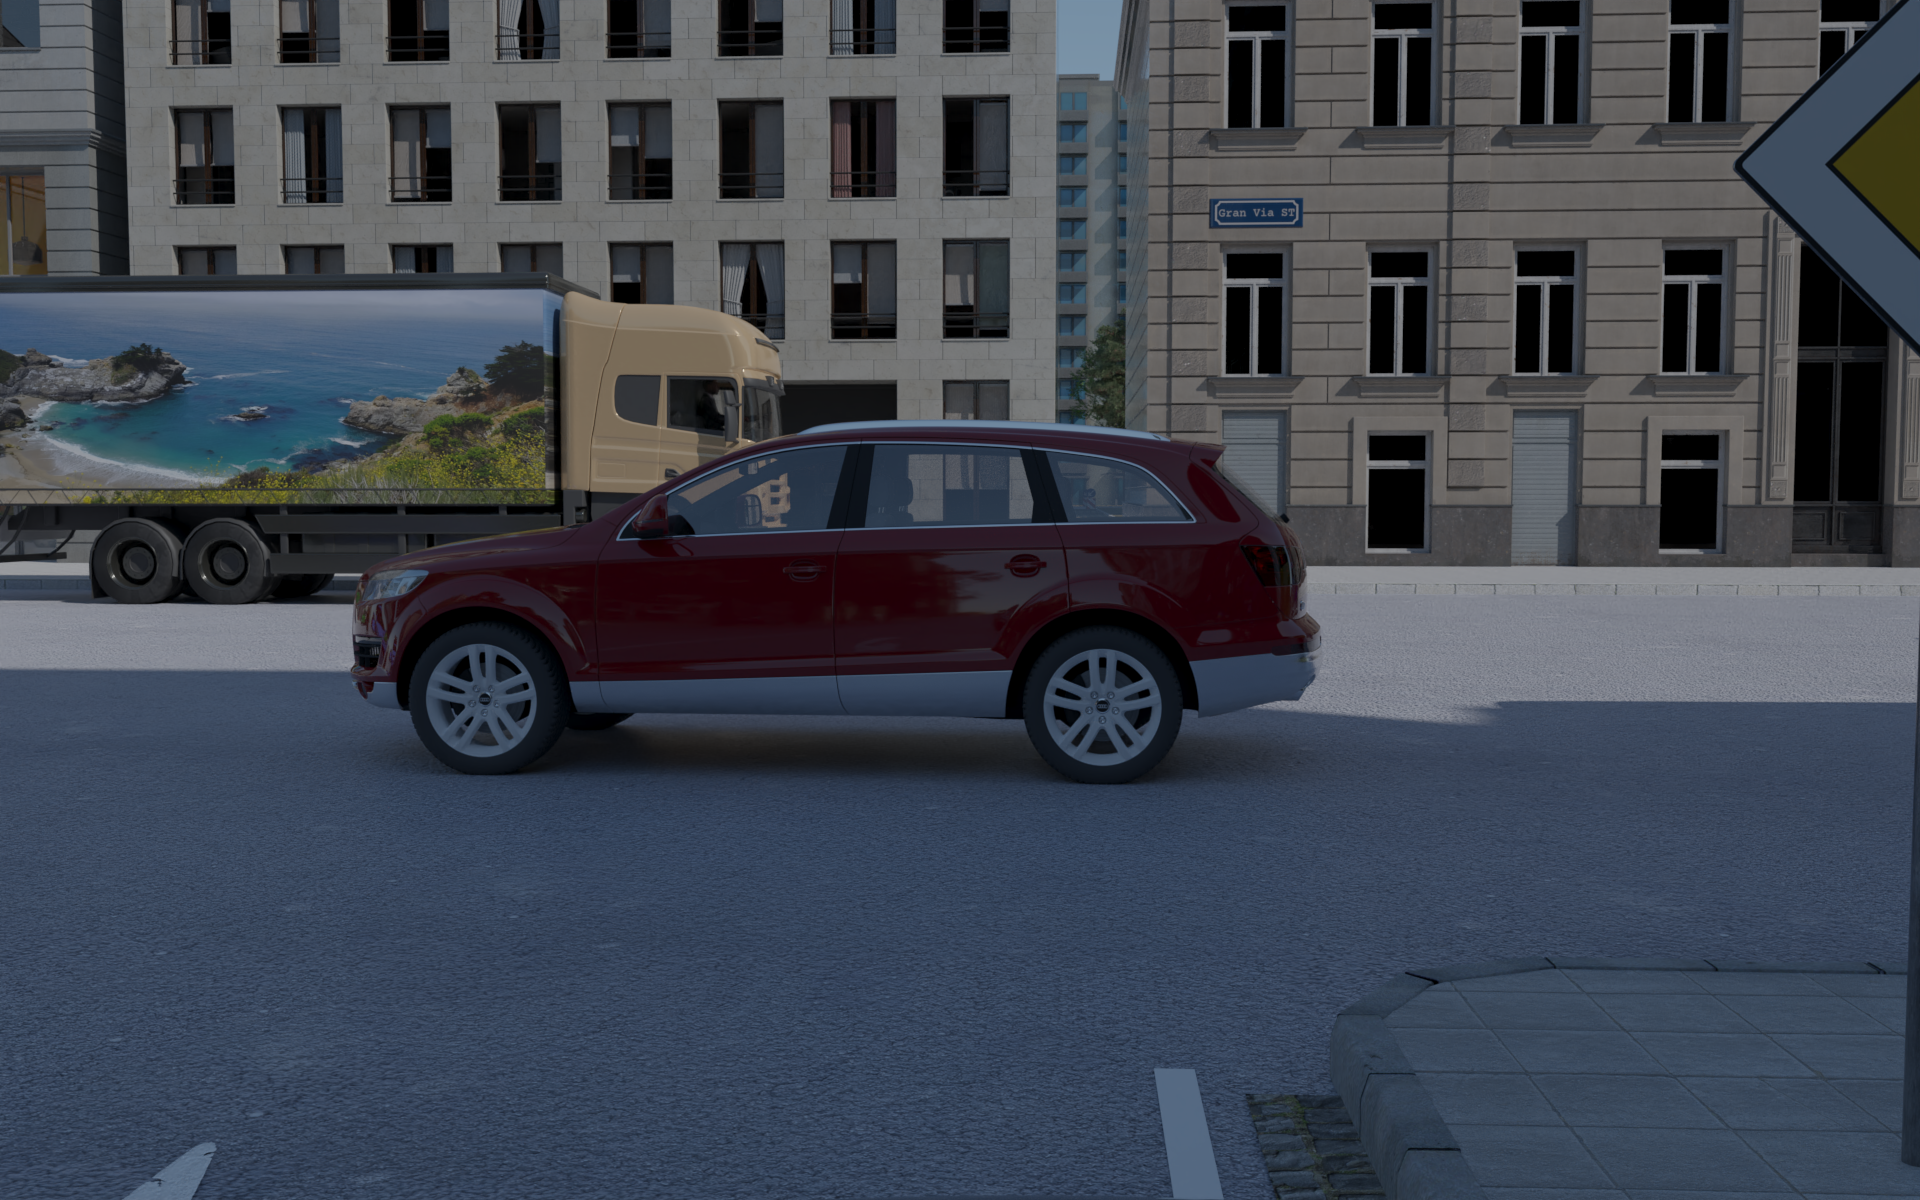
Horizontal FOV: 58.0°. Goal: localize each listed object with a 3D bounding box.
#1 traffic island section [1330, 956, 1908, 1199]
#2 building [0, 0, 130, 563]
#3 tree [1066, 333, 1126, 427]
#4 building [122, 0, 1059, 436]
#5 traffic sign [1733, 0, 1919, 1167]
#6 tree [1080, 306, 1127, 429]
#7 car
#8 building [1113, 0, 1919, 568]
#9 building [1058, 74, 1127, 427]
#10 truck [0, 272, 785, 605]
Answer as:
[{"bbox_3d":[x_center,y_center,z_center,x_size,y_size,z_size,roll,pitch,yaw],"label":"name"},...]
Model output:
[{"bbox_3d":[1.855,1.159,3.336,2.009,0.180,2.903,0,4,3],"label":"traffic island section"},{"bbox_3d":[-30.334,-15.904,37.529,29.804,29.767,11.434,0,4,3],"label":"building"},{"bbox_3d":[10.299,-11.236,109.456,9.928,11.665,9.643,0,3,0],"label":"tree"},{"bbox_3d":[-6.383,-11.077,35.858,16.860,20.320,10.420,0,4,3],"label":"building"},{"bbox_3d":[1.831,0.023,3.260,0.795,2.450,0.064,0,4,3],"label":"traffic sign"},{"bbox_3d":[10.099,-10.672,96.542,6.751,12.117,7.091,0,3,0],"label":"tree"},{"bbox_3d":[-0.702,-0.056,9.593,5.304,1.827,2.281,0,4,5],"label":"car"},{"bbox_3d":[15.705,-14.539,34.970,25.104,27.353,12.463,0,4,3],"label":"building"},{"bbox_3d":[12.955,-35.520,200.367,30.456,49.044,23.786,0,4,3],"label":"building"},{"bbox_3d":[-7.347,-2.099,23.235,11.283,4.237,2.839,0,4,4],"label":"truck"}]
